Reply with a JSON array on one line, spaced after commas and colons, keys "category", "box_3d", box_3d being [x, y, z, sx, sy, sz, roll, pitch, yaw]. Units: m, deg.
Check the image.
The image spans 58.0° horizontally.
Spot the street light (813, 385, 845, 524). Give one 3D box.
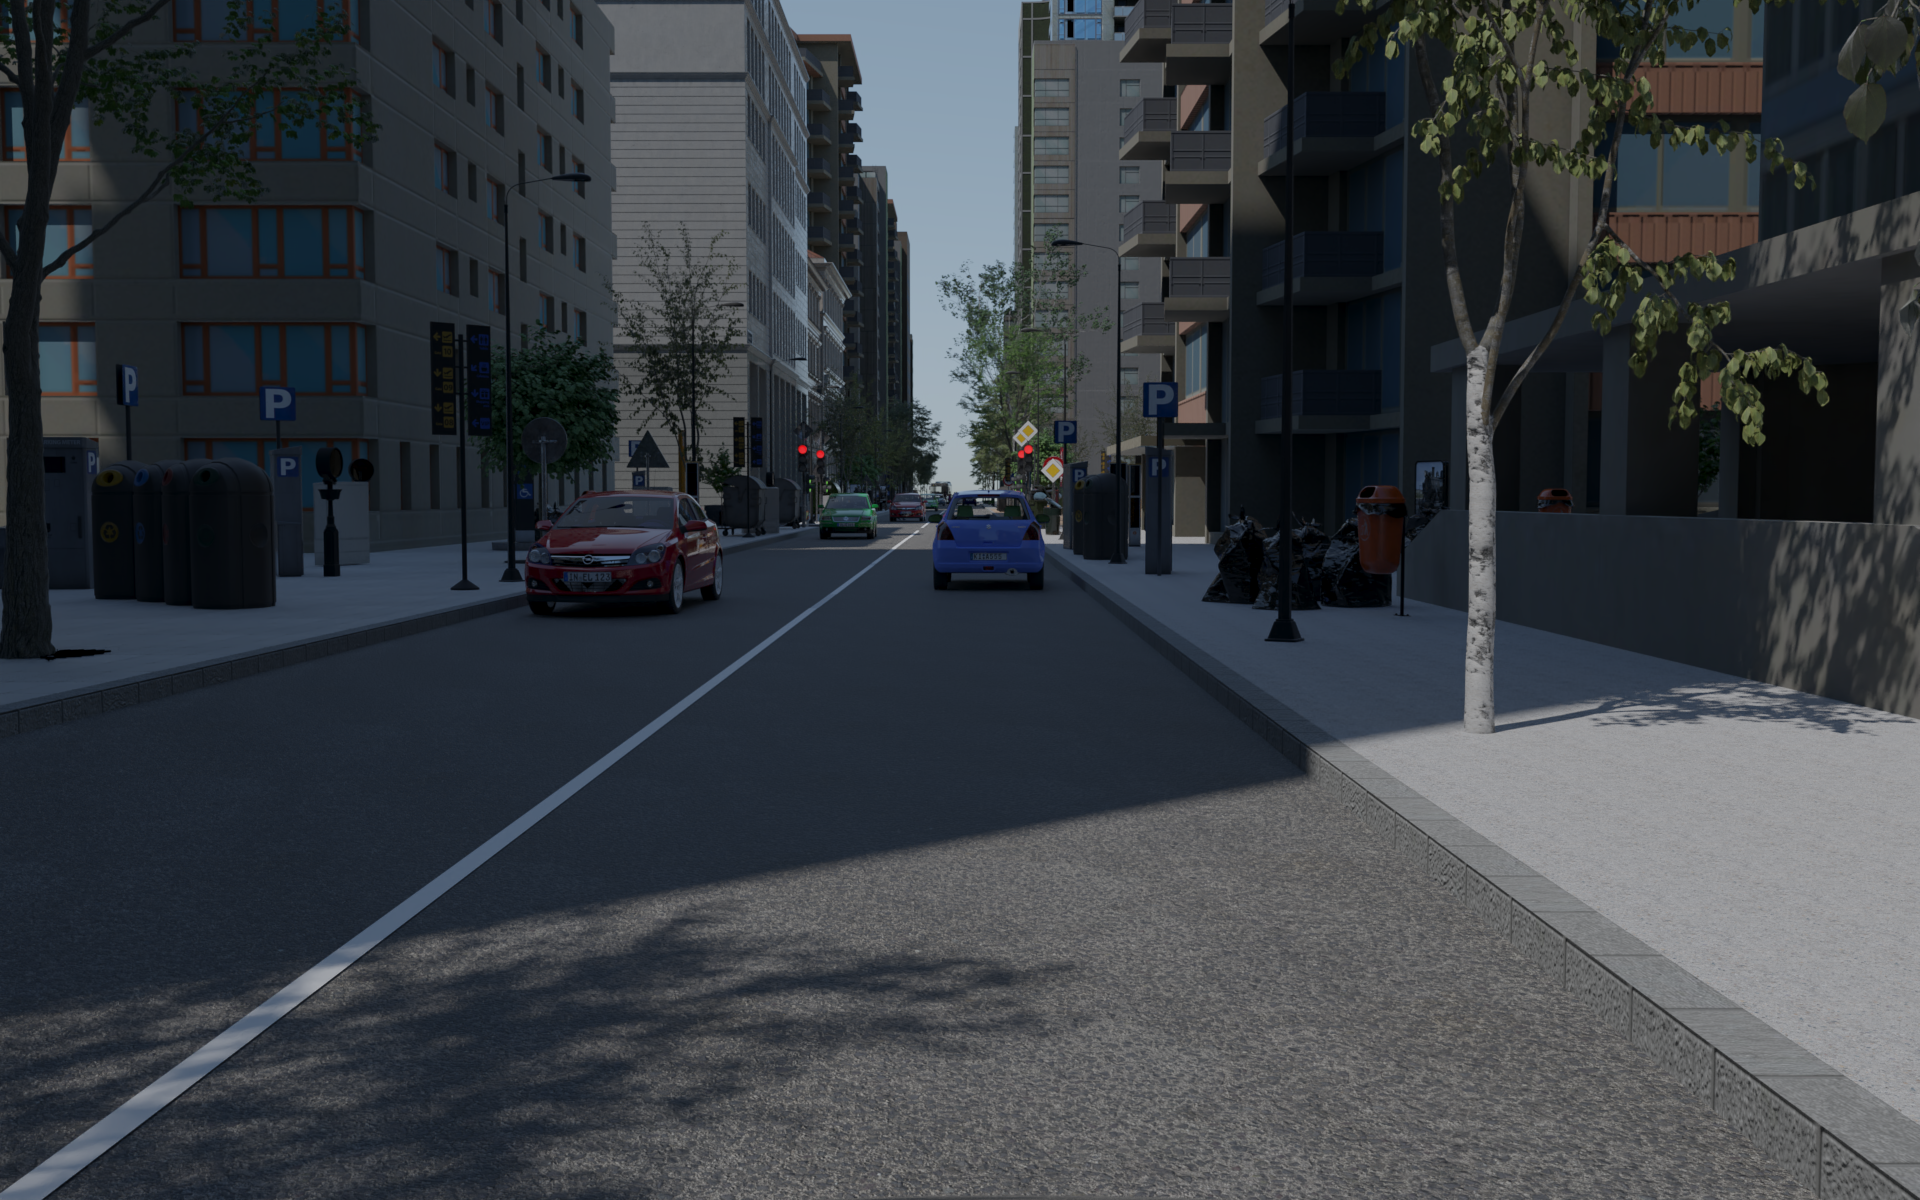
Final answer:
[{"category": "street light", "box_3d": [-5.830, -6.216, 74.180, 1.470, 5.913, 1.316, 0, 4, 0]}]

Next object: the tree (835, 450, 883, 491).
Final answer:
[{"category": "tree", "box_3d": [-7.062, -8.401, 121.062, 4.285, 4.588, 4.351, 0, 3, 0]}]

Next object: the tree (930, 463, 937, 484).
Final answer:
[{"category": "tree", "box_3d": [-5.746, -14.789, 192.166, 4.360, 8.622, 3.978, 0, 3, 0]}]

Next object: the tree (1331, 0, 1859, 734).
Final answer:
[{"category": "tree", "box_3d": [2.788, -3.576, 8.833, 4.737, 8.622, 4.395, 0, 3, 0]}]

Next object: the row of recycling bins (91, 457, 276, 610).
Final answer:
[{"category": "row of recycling bins", "box_3d": [-9.205, -0.820, 20.520, 3.534, 1.692, 1.069, 3, 5, 42]}]

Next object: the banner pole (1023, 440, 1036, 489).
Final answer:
[{"category": "banner pole", "box_3d": [3.249, -5.530, 80.427, 0.863, 3.779, 0.401, -1, 4, -19]}]

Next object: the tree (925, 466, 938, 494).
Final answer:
[{"category": "tree", "box_3d": [-5.803, -21.264, 298.026, 4.737, 8.622, 4.395, 0, 3, 0]}]

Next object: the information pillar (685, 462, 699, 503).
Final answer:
[{"category": "information pillar", "box_3d": [-6.060, -2.126, 39.254, 0.304, 2.012, 0.304, 0, 4, -7]}]

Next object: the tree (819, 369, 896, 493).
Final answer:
[{"category": "tree", "box_3d": [-6.667, -9.312, 102.620, 4.737, 8.622, 4.395, 0, 3, 0]}]

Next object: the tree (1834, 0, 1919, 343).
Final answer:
[{"category": "tree", "box_3d": [2.710, -3.180, 2.358, 4.360, 8.622, 3.978, 0, 3, 0]}]

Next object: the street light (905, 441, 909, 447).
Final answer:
[{"category": "street light", "box_3d": [-5.434, -10.938, 151.384, 1.470, 5.913, 1.316, 0, 4, 0]}]

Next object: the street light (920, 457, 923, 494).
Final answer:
[{"category": "street light", "box_3d": [-5.318, -14.018, 201.734, 1.470, 5.913, 1.316, 0, 4, 0]}]

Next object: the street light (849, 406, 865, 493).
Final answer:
[{"category": "street light", "box_3d": [-5.767, -7.297, 91.848, 1.470, 5.913, 1.316, 0, 4, 0]}]

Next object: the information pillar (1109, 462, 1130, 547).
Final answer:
[{"category": "information pillar", "box_3d": [3.641, -2.166, 39.907, 0.304, 2.012, 0.304, -2, 4, -33]}]

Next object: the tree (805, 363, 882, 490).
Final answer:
[{"category": "tree", "box_3d": [-6.683, -8.964, 96.918, 4.360, 8.622, 3.978, 0, 3, 0]}]

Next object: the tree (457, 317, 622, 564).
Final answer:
[{"category": "tree", "box_3d": [-7.817, -2.983, 32.491, 4.285, 4.588, 4.351, 0, 3, 0]}]

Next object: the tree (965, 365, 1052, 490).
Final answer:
[{"category": "tree", "box_3d": [4.309, -14.195, 150.221, 7.486, 12.596, 7.792, 0, 3, 0]}]

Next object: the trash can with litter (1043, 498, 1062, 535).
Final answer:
[{"category": "trash can with litter", "box_3d": [3.134, -2.611, 54.081, 1.055, 1.170, 0.624, 1, 4, 20]}]

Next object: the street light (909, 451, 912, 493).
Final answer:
[{"category": "street light", "box_3d": [-5.511, -11.965, 168.168, 1.470, 5.913, 1.316, 0, 4, 0]}]

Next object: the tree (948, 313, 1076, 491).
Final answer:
[{"category": "tree", "box_3d": [3.154, -10.644, 99.782, 9.928, 11.665, 9.643, 0, 3, 0]}]

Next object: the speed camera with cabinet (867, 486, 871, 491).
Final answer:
[{"category": "speed camera with cabinet", "box_3d": [-7.419, -9.100, 143.121, 0.660, 3.252, 2.038, 1, 4, 18]}]

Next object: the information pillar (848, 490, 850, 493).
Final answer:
[{"category": "information pillar", "box_3d": [-8.257, -8.516, 130.590, 0.183, 3.616, 0.504, 3, 5, 43]}]

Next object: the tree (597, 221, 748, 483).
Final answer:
[{"category": "tree", "box_3d": [-7.420, -5.850, 46.006, 4.360, 8.622, 3.978, 0, 3, 0]}]

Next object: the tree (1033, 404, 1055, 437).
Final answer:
[{"category": "tree", "box_3d": [7.424, -11.317, 135.389, 4.360, 8.622, 3.978, 0, 3, 0]}]

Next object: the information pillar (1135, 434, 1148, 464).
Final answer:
[{"category": "information pillar", "box_3d": [7.042, -4.637, 67.173, 0.504, 3.616, 0.183, 0, 4, -7]}]

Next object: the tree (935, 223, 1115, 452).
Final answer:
[{"category": "tree", "box_3d": [4.459, -16.272, 121.934, 12.611, 20.169, 13.585, 0, 3, 0]}]

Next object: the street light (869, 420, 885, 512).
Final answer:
[{"category": "street light", "box_3d": [-5.648, -8.324, 108.631, 1.470, 5.913, 1.316, 0, 4, 0]}]

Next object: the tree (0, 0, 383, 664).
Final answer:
[{"category": "tree", "box_3d": [-7.189, -5.353, 13.283, 9.928, 11.665, 9.643, 0, 3, 0]}]

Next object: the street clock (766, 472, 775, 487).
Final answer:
[{"category": "street clock", "box_3d": [-6.183, -3.174, 56.470, 0.358, 2.002, 0.471, 0, 4, 3]}]

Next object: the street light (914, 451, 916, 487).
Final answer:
[{"category": "street light", "box_3d": [-5.372, -12.991, 184.951, 1.470, 5.913, 1.316, 0, 4, 0]}]

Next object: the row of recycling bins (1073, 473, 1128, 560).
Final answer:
[{"category": "row of recycling bins", "box_3d": [2.893, -1.724, 35.307, 1.069, 1.692, 3.534, 0, 3, 0]}]

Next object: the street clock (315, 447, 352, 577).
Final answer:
[{"category": "street clock", "box_3d": [-9.777, -1.366, 26.903, 0.358, 2.002, 0.471, 0, 4, 6]}]

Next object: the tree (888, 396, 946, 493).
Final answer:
[{"category": "tree", "box_3d": [-6.907, -19.455, 224.744, 9.857, 13.997, 8.962, 0, 3, 0]}]

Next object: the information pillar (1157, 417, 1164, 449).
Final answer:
[{"category": "information pillar", "box_3d": [4.597, -2.962, 39.780, 0.183, 3.616, 0.504, 1, 4, 18]}]

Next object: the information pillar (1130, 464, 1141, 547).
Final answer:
[{"category": "information pillar", "box_3d": [4.244, -2.310, 42.254, 0.304, 2.012, 0.304, 0, 4, -4]}]

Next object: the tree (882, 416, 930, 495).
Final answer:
[{"category": "tree", "box_3d": [-5.963, -13.039, 163.554, 4.360, 8.622, 3.978, 0, 3, 0]}]

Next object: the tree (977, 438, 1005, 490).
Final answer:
[{"category": "tree", "box_3d": [3.661, -15.250, 199.703, 4.360, 8.622, 3.978, 0, 3, 0]}]

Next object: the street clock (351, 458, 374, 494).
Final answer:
[{"category": "street clock", "box_3d": [-12.180, -1.878, 35.271, 0.471, 2.002, 0.358, -2, 4, -30]}]

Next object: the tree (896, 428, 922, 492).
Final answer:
[{"category": "tree", "box_3d": [-6.267, -11.512, 138.581, 4.737, 8.622, 4.395, 0, 3, 0]}]

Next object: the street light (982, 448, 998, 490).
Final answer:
[{"category": "street light", "box_3d": [2.886, -12.337, 174.254, 1.470, 5.913, 1.316, 0, 4, 0]}]

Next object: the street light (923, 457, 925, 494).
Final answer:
[{"category": "street light", "box_3d": [-5.158, -16.028, 234.592, 1.470, 5.913, 1.316, 0, 4, 0]}]

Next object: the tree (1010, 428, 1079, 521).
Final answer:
[{"category": "tree", "box_3d": [4.224, -6.109, 83.603, 4.285, 4.588, 4.351, 0, 3, 0]}]
